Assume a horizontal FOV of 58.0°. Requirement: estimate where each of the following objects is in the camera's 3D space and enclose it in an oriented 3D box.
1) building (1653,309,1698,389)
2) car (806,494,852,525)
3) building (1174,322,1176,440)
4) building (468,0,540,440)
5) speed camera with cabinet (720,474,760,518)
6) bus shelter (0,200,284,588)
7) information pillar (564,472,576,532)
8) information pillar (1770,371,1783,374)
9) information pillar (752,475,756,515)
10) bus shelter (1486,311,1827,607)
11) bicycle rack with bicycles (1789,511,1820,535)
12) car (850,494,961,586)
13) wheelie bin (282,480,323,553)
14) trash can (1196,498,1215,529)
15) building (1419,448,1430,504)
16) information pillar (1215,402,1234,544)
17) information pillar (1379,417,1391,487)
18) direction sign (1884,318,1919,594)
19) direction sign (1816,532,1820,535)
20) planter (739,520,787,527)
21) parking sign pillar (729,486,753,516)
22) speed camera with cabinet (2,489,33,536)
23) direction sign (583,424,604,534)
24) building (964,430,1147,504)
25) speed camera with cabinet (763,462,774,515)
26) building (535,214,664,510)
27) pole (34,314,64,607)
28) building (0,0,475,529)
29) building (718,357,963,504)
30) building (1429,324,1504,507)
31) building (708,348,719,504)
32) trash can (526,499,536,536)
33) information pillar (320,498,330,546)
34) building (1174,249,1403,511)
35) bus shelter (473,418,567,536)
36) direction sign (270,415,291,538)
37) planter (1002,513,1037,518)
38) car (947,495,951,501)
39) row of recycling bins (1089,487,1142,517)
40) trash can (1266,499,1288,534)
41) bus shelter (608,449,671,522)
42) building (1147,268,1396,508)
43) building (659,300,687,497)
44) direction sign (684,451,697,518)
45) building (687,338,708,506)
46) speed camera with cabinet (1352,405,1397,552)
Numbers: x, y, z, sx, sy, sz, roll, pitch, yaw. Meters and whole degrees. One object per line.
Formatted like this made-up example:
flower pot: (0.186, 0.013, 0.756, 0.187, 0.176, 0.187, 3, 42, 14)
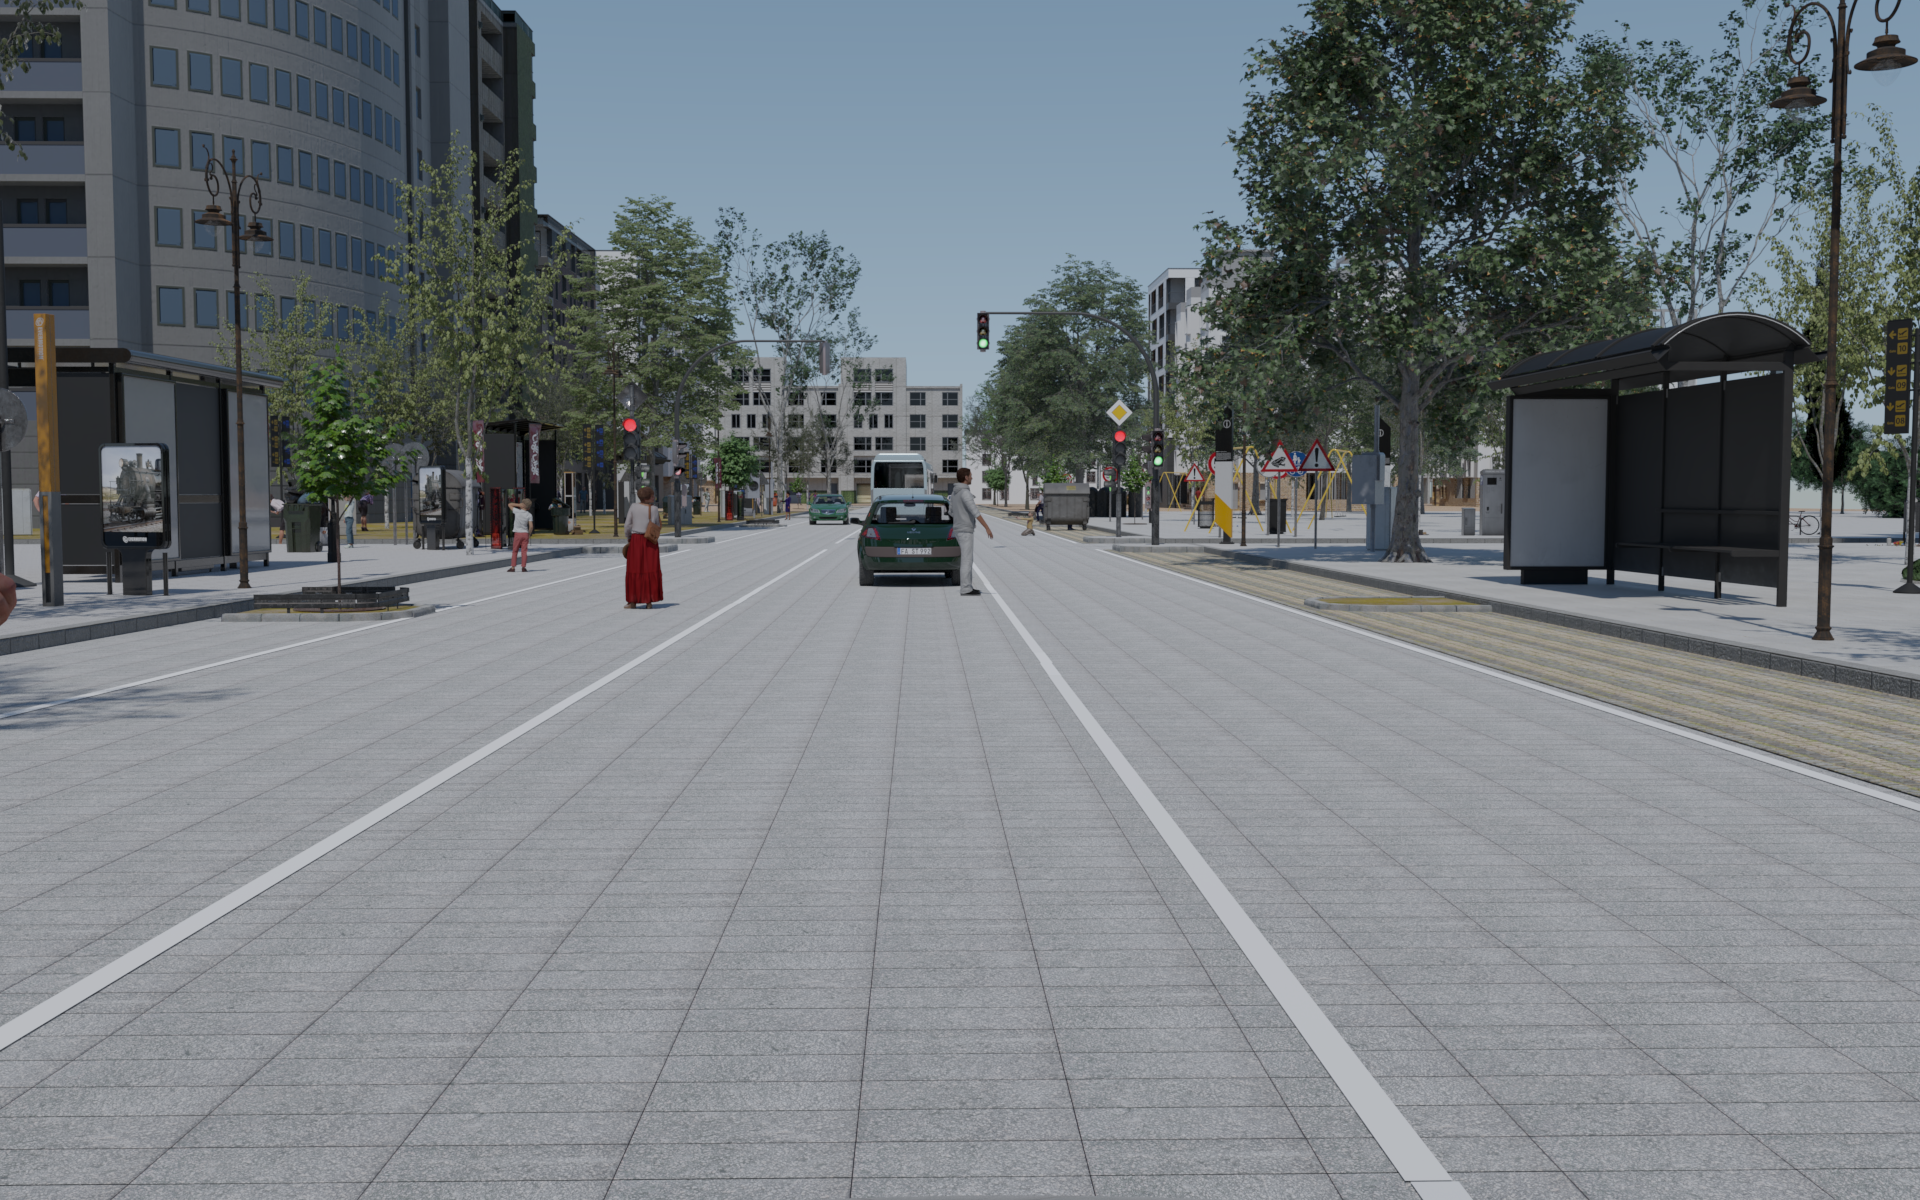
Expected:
building: (68.917, -19.982, 183.118, 11.380, 20.091, 16.016, 0, 4, -1)
car: (-6.175, -4.289, 81.922, 2.131, 1.459, 4.920, 0, 4, -3)
building: (27.035, -18.027, 151.163, 16.016, 20.091, 11.380, 0, 4, -1)
building: (-32.561, -19.991, 98.557, 14.160, 30.474, 14.107, 0, 4, -1)
speed camera with cabinet: (-11.823, -6.038, 93.052, 2.038, 3.252, 0.660, -1, 4, -23)
bus shelter: (-12.944, -2.975, 26.267, 2.179, 5.291, 8.768, 0, 4, -1)
information pillar: (-13.005, -3.261, 57.808, 0.304, 2.012, 0.304, 0, 4, 6)
information pillar: (11.731, -2.049, 24.864, 0.183, 3.616, 0.504, 3, 5, 45)
information pillar: (-12.739, -7.019, 106.121, 0.183, 3.616, 0.504, 2, 4, 32)
bus shelter: (8.569, -1.718, 22.009, 2.014, 3.302, 5.546, 0, 4, -1)
bicycle rack with bicycles: (24.999, -2.506, 54.357, 2.852, 0.926, 2.925, -3, 5, -39)
car: (-0.813, -1.141, 28.447, 2.009, 1.686, 4.222, 0, 4, -3)
wheelie bin: (-14.446, -1.847, 38.105, 0.980, 1.594, 0.693, 0, 4, 7)
trash can: (9.117, -3.214, 64.199, 0.748, 1.137, 0.748, 0, 3, 0)
building: (45.492, -22.470, 233.847, 31.486, 18.905, 16.747, 0, 4, -1)
information pillar: (6.764, -3.237, 44.275, 0.504, 3.616, 0.183, 3, 4, 36)
information pillar: (12.295, -3.617, 50.493, 0.504, 3.616, 0.183, -1, 4, -13)
direction sign: (12.273, -1.852, 22.283, 0.379, 3.537, 0.876, -2, 4, -23)
direction sign: (27.316, -3.835, 54.706, 0.379, 3.537, 0.876, 1, 4, 20)
planter: (-8.595, -3.346, 75.845, 1.991, 0.319, 1.994, 0, 4, -1)
parking sign pillar: (-12.638, -6.801, 99.669, 1.447, 3.967, 1.447, -1, 4, -19)
speed camera with cabinet: (-29.657, -3.593, 53.084, 2.038, 3.252, 0.660, -2, 4, -34)
direction sign: (-11.893, -3.930, 56.252, 0.379, 3.537, 0.876, 2, 4, 35)
building: (14.605, -17.575, 229.491, 28.070, 9.664, 9.099, 0, 4, -1)
speed camera with cabinet: (-11.958, -6.953, 108.018, 0.660, 3.252, 2.038, -1, 4, -10)
building: (-40.886, -18.268, 142.657, 27.936, 21.610, 32.646, 0, 4, -1)
pole: (-10.373, -1.582, 19.714, 0.158, 3.312, 0.155, 0, 3, 0)
building: (-35.947, -32.691, 76.497, 21.231, 58.520, 28.212, 0, 4, -1)
building: (-15.604, -22.369, 232.196, 31.486, 18.905, 16.747, 0, 4, -1)
building: (57.366, -19.923, 182.155, 11.380, 20.091, 16.016, 0, 4, -1)
building: (-37.353, -22.917, 231.119, 11.380, 20.091, 16.016, 0, 4, -1)
trash can: (-13.205, -2.497, 52.486, 0.748, 1.137, 0.748, 0, 3, 0)
information pillar: (-15.782, -2.347, 42.871, 0.304, 2.012, 0.304, -2, 4, -30)
building: (26.412, -17.331, 139.787, 16.016, 20.091, 11.380, 0, 4, -1)
bus shelter: (-14.315, -4.000, 56.677, 1.731, 3.624, 6.357, 0, 4, -1)
direction sign: (-19.696, -3.563, 50.252, 0.379, 3.537, 0.876, 1, 4, 14)
planter: (3.524, -5.016, 103.148, 1.991, 0.319, 1.994, 0, 4, -1)
car: (-0.176, -6.429, 117.480, 2.083, 1.381, 4.827, 0, 4, -1)
row of recycling bins: (8.530, -5.463, 96.433, 3.534, 1.692, 1.069, 2, 4, 32)
trash can: (10.138, -2.678, 55.434, 0.748, 1.137, 0.748, 0, 3, 0)
bus shelter: (-14.356, -5.133, 77.848, 2.014, 3.302, 5.546, 0, 4, -1)
building: (32.322, -20.137, 173.216, 27.936, 21.610, 32.646, 0, 4, -1)
building: (-35.170, -18.888, 165.237, 16.016, 20.091, 11.380, 0, 4, -1)
direction sign: (-14.309, -6.122, 92.099, 0.876, 3.537, 0.379, 2, 4, 31)
building: (-33.220, -19.801, 180.167, 11.380, 20.091, 16.016, 0, 4, -1)
speed camera with cabinet: (9.461, -2.746, 39.236, 0.660, 3.252, 2.038, 2, 4, 31)
